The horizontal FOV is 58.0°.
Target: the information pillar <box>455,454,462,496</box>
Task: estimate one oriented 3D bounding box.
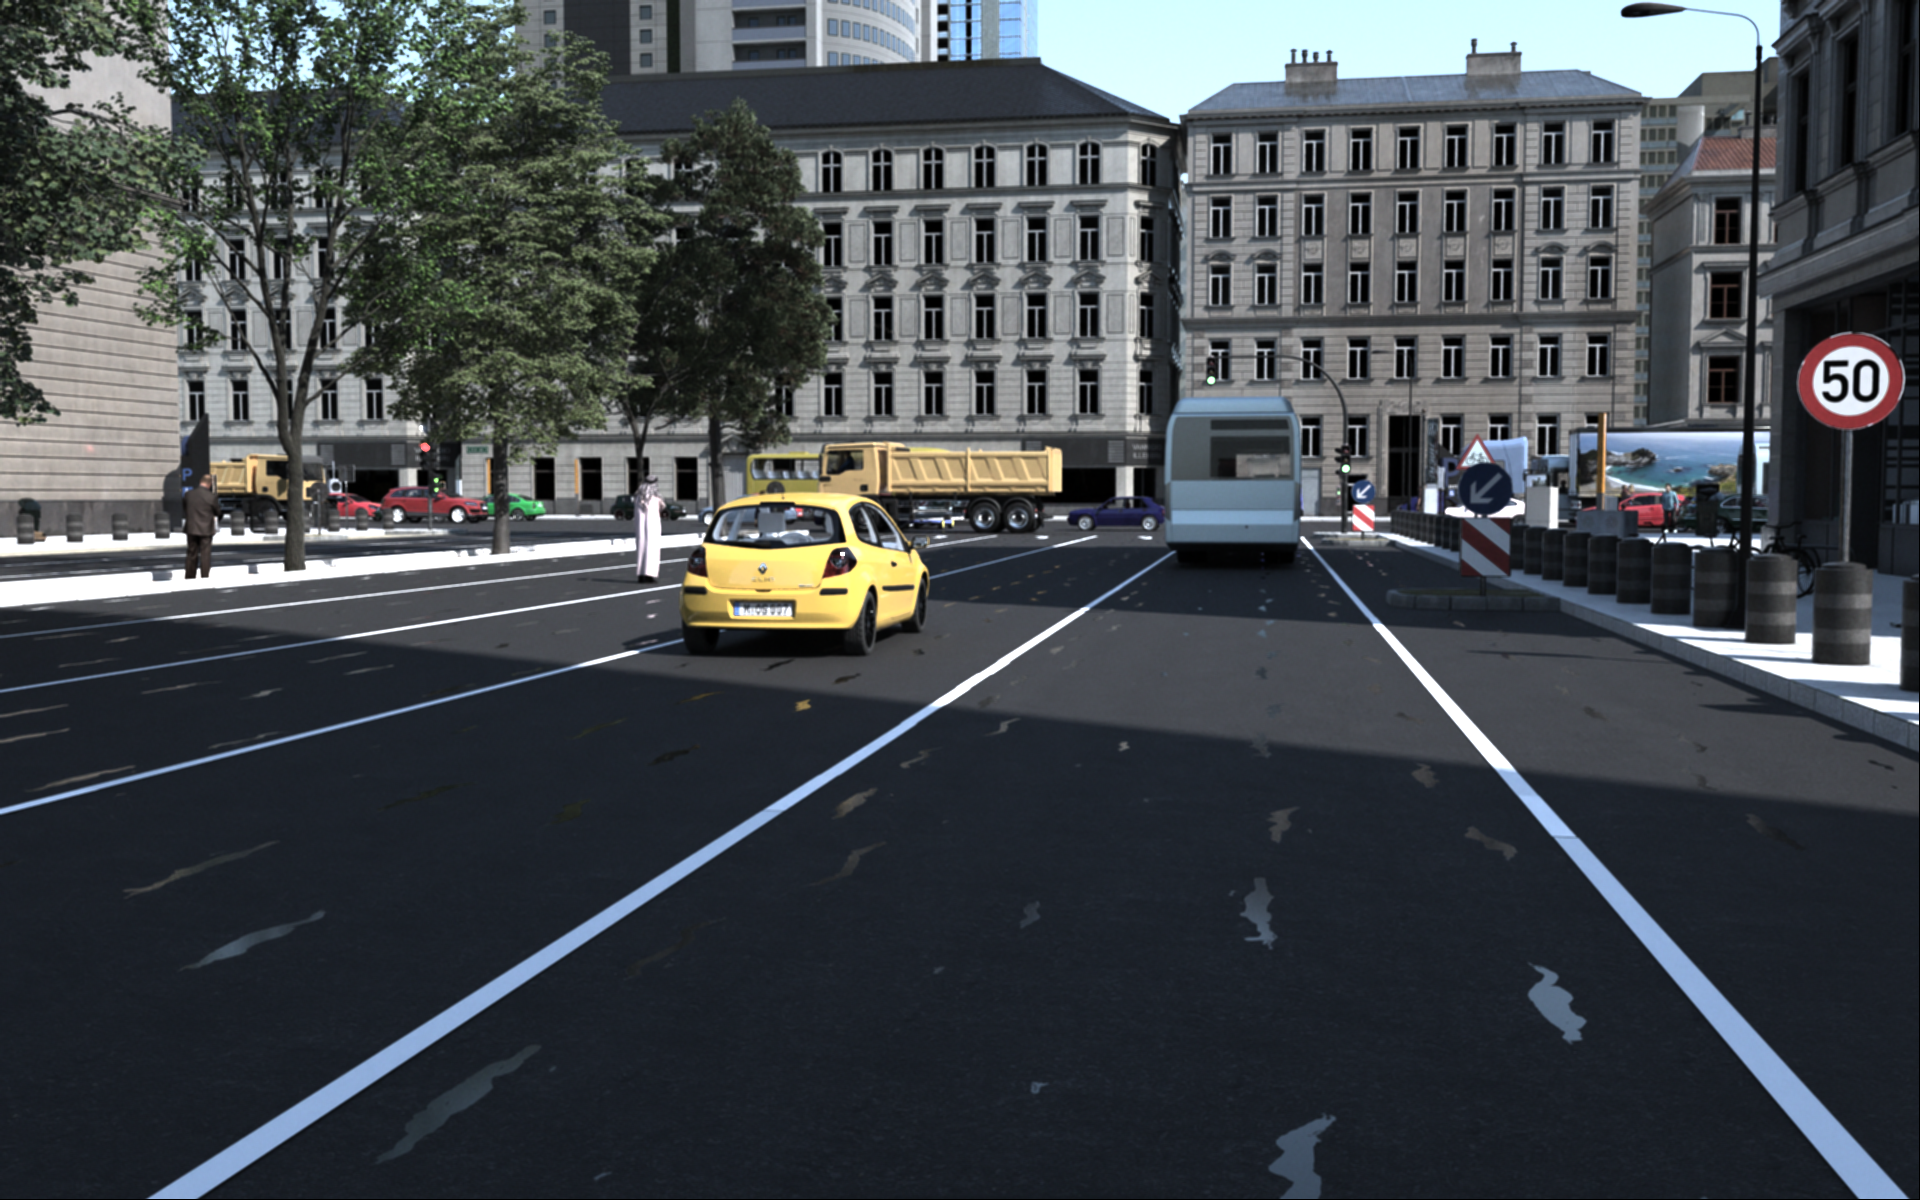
[{"bbox_3d":[-29.231,-6.705,100.987,0.504,3.616,0.183,3,5,42],"label":"information pillar"}]

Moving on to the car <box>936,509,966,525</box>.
[{"bbox_3d":[0.579,-4.455,81.516,5.304,1.827,2.281,1,4,10],"label":"car"}]

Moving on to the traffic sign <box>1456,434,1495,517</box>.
[{"bbox_3d":[11.187,-2.295,37.522,0.884,2.594,0.081,1,4,18],"label":"traffic sign"}]

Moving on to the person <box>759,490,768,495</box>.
[{"bbox_3d":[-4.465,-1.717,39.107,0.480,1.512,0.613,2,4,27],"label":"person"}]

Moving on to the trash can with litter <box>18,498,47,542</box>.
[{"bbox_3d":[-24.894,-2.155,46.618,1.055,1.170,0.624,3,5,41],"label":"trash can with litter"}]

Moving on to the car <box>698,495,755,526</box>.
[{"bbox_3d":[-9.651,-4.070,78.550,4.499,1.417,2.014,1,4,10],"label":"car"}]

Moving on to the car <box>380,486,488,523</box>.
[{"bbox_3d":[-25.971,-4.710,85.679,5.304,1.827,2.281,1,4,9],"label":"car"}]

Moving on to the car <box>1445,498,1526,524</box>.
[{"bbox_3d":[20.520,-3.403,68.004,4.827,1.381,2.083,1,4,11],"label":"car"}]

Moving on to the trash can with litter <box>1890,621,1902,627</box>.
[{"bbox_3d":[10.059,-0.322,16.316,2.233,1.210,1.678,2,4,32],"label":"trash can with litter"}]

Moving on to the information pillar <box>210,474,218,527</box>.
[{"bbox_3d":[-27.004,-3.547,62.479,0.304,2.012,0.304,0,4,-5],"label":"information pillar"}]

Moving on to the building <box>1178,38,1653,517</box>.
[{"bbox_3d":[25.593,-18.572,100.908,25.104,27.353,12.463,1,4,10],"label":"building"}]

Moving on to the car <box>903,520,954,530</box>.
[{"bbox_3d":[-1.276,-3.778,71.359,1.945,1.707,3.694,1,4,9],"label":"car"}]

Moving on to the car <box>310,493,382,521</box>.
[{"bbox_3d":[-32.983,-5.153,93.294,4.494,1.783,2.155,1,4,11],"label":"car"}]

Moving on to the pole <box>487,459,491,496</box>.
[{"bbox_3d":[-27.317,-6.524,100.508,0.158,3.312,0.155,0,3,0],"label":"pole"}]

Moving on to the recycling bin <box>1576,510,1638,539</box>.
[{"bbox_3d":[9.883,-0.851,26.466,0.722,1.027,0.722,3,4,39],"label":"recycling bin"}]

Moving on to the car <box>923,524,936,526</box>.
[{"bbox_3d":[-2.866,-4.030,78.251,4.827,1.381,2.083,1,4,8],"label":"car"}]

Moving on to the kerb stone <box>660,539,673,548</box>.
[{"bbox_3d":[-7.968,-1.472,46.259,0.120,0.150,1.000,1,4,10],"label":"kerb stone"}]

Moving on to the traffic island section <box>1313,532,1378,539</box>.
[{"bbox_3d":[12.565,-2.097,56.574,2.009,0.180,2.903,1,4,10],"label":"traffic island section"}]

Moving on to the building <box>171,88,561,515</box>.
[{"bbox_3d":[-51.552,-20.825,116.902,44.131,29.872,17.030,1,4,10],"label":"building"}]

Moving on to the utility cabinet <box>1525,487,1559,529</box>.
[{"bbox_3d":[17.180,-2.595,51.113,0.318,1.500,1.173,-1,4,-17],"label":"utility cabinet"}]

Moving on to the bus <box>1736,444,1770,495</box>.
[{"bbox_3d":[35.655,-4.176,63.136,13.247,3.499,2.948,1,4,9],"label":"bus"}]

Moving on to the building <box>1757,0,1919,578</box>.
[{"bbox_3d":[19.465,-10.982,30.472,10.553,20.767,40.483,1,4,10],"label":"building"}]

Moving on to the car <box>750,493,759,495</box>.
[{"bbox_3d":[-9.832,-4.552,83.471,4.494,1.783,2.155,1,4,11],"label":"car"}]

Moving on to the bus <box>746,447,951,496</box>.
[{"bbox_3d":[-5.167,-6.165,92.338,12.252,3.916,2.896,1,4,9],"label":"bus"}]

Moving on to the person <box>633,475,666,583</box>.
[{"bbox_3d":[-5.004,-1.146,27.904,0.551,1.740,0.621,0,4,-3],"label":"person"}]

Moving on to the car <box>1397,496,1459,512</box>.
[{"bbox_3d":[20.729,-3.780,74.378,3.894,1.354,1.945,1,4,10],"label":"car"}]

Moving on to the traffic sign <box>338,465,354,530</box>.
[{"bbox_3d":[-21.669,-3.611,61.173,0.606,2.300,0.079,1,4,11],"label":"traffic sign"}]

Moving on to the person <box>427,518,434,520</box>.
[{"bbox_3d":[-29.825,-5.411,97.386,0.534,1.772,0.576,0,4,-5],"label":"person"}]

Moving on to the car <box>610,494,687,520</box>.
[{"bbox_3d":[-17.239,-5.256,95.723,4.222,1.686,2.009,1,4,8],"label":"car"}]

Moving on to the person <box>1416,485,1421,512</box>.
[{"bbox_3d":[19.446,-3.941,73.063,0.598,1.807,0.434,-2,4,-32],"label":"person"}]

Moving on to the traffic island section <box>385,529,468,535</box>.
[{"bbox_3d":[-18.995,-2.435,62.094,2.009,0.180,2.903,1,4,10],"label":"traffic island section"}]

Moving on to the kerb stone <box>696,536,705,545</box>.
[{"bbox_3d":[-7.438,-1.658,49.297,0.120,0.150,1.000,1,4,10],"label":"kerb stone"}]

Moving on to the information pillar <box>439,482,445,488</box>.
[{"bbox_3d":[-30.639,-5.994,102.488,0.304,2.012,0.304,-2,4,-32],"label":"information pillar"}]

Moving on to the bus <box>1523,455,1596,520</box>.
[{"bbox_3d":[31.150,-4.980,76.275,13.247,3.499,2.948,1,4,9],"label":"bus"}]

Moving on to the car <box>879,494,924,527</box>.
[{"bbox_3d":[-3.253,-4.052,75.289,4.494,1.783,2.155,1,4,11],"label":"car"}]

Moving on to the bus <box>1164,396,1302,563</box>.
[{"bbox_3d":[6.344,-2.718,39.306,2.948,3.499,13.247,1,4,10],"label":"bus"}]

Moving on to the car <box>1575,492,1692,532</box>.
[{"bbox_3d":[25.982,-3.516,66.521,4.494,1.783,2.155,1,4,9],"label":"car"}]

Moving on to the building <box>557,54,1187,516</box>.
[{"bbox_3d":[-8.054,-20.364,109.364,44.131,29.872,17.030,1,4,10],"label":"building"}]

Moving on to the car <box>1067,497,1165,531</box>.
[{"bbox_3d":[6.202,-3.396,68.102,3.894,1.354,1.945,1,4,11],"label":"car"}]

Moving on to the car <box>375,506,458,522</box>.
[{"bbox_3d":[-28.048,-4.797,90.235,4.920,1.459,2.131,1,4,8],"label":"car"}]

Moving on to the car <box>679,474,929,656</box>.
[{"bbox_3d":[-1.395,-0.408,16.889,2.015,1.641,3.980,1,4,9],"label":"car"}]

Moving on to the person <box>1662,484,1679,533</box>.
[{"bbox_3d":[26.492,-3.427,64.548,0.660,1.820,0.620,3,5,44],"label":"person"}]

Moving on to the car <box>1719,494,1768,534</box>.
[{"bbox_3d":[28.483,-3.164,60.779,4.494,1.783,2.155,1,4,11],"label":"car"}]

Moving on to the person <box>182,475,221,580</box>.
[{"bbox_3d":[-12.057,-1.123,27.545,0.565,1.739,0.600,-2,4,-27],"label":"person"}]

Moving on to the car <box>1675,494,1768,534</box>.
[{"bbox_3d":[26.909,-2.869,58.708,4.920,1.459,2.131,1,4,9],"label":"car"}]

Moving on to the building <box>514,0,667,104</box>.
[{"bbox_3d":[-40.186,-47.303,211.658,20.611,71.187,20.563,1,4,10],"label":"building"}]

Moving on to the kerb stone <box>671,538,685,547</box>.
[{"bbox_3d":[-7.786,-1.534,47.271,0.120,0.150,1.000,1,4,10],"label":"kerb stone"}]

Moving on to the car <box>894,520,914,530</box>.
[{"bbox_3d":[-3.787,-3.422,68.529,3.894,1.354,1.945,1,4,11],"label":"car"}]

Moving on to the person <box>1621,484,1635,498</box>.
[{"bbox_3d":[27.509,-3.844,71.321,0.580,1.828,0.573,1,4,16],"label":"person"}]

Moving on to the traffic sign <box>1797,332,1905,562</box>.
[{"bbox_3d":[7.020,-0.833,13.724,0.768,2.556,0.104,1,4,17],"label":"traffic sign"}]

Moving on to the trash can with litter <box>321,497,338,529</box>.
[{"bbox_3d":[-22.901,-3.147,62.846,0.624,1.170,1.055,-1,4,-20],"label":"trash can with litter"}]

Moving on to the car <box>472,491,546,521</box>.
[{"bbox_3d":[-24.710,-5.159,93.138,4.718,1.807,1.959,1,4,9],"label":"car"}]

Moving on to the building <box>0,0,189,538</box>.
[{"bbox_3d":[-39.199,-15.732,54.482,25.104,27.353,12.463,1,4,10],"label":"building"}]

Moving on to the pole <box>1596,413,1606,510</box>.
[{"bbox_3d":[16.193,-3.053,43.755,0.158,3.312,0.155,0,3,0],"label":"pole"}]

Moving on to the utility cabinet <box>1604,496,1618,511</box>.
[{"bbox_3d":[19.836,-2.556,52.959,0.306,1.237,1.020,3,4,36],"label":"utility cabinet"}]

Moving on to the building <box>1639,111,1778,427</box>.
[{"bbox_3d":[49.650,-15.892,95.990,21.152,22.565,11.583,1,4,10],"label":"building"}]

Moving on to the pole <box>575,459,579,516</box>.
[{"bbox_3d":[-22.369,-6.559,101.084,0.158,3.312,0.155,0,3,0],"label":"pole"}]

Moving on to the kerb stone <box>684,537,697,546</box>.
[{"bbox_3d":[-7.611,-1.596,48.284,0.120,0.150,1.000,1,4,10],"label":"kerb stone"}]

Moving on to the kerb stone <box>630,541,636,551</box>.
[{"bbox_3d":[-8.326,-1.347,44.212,0.120,0.150,1.000,1,4,10],"label":"kerb stone"}]
